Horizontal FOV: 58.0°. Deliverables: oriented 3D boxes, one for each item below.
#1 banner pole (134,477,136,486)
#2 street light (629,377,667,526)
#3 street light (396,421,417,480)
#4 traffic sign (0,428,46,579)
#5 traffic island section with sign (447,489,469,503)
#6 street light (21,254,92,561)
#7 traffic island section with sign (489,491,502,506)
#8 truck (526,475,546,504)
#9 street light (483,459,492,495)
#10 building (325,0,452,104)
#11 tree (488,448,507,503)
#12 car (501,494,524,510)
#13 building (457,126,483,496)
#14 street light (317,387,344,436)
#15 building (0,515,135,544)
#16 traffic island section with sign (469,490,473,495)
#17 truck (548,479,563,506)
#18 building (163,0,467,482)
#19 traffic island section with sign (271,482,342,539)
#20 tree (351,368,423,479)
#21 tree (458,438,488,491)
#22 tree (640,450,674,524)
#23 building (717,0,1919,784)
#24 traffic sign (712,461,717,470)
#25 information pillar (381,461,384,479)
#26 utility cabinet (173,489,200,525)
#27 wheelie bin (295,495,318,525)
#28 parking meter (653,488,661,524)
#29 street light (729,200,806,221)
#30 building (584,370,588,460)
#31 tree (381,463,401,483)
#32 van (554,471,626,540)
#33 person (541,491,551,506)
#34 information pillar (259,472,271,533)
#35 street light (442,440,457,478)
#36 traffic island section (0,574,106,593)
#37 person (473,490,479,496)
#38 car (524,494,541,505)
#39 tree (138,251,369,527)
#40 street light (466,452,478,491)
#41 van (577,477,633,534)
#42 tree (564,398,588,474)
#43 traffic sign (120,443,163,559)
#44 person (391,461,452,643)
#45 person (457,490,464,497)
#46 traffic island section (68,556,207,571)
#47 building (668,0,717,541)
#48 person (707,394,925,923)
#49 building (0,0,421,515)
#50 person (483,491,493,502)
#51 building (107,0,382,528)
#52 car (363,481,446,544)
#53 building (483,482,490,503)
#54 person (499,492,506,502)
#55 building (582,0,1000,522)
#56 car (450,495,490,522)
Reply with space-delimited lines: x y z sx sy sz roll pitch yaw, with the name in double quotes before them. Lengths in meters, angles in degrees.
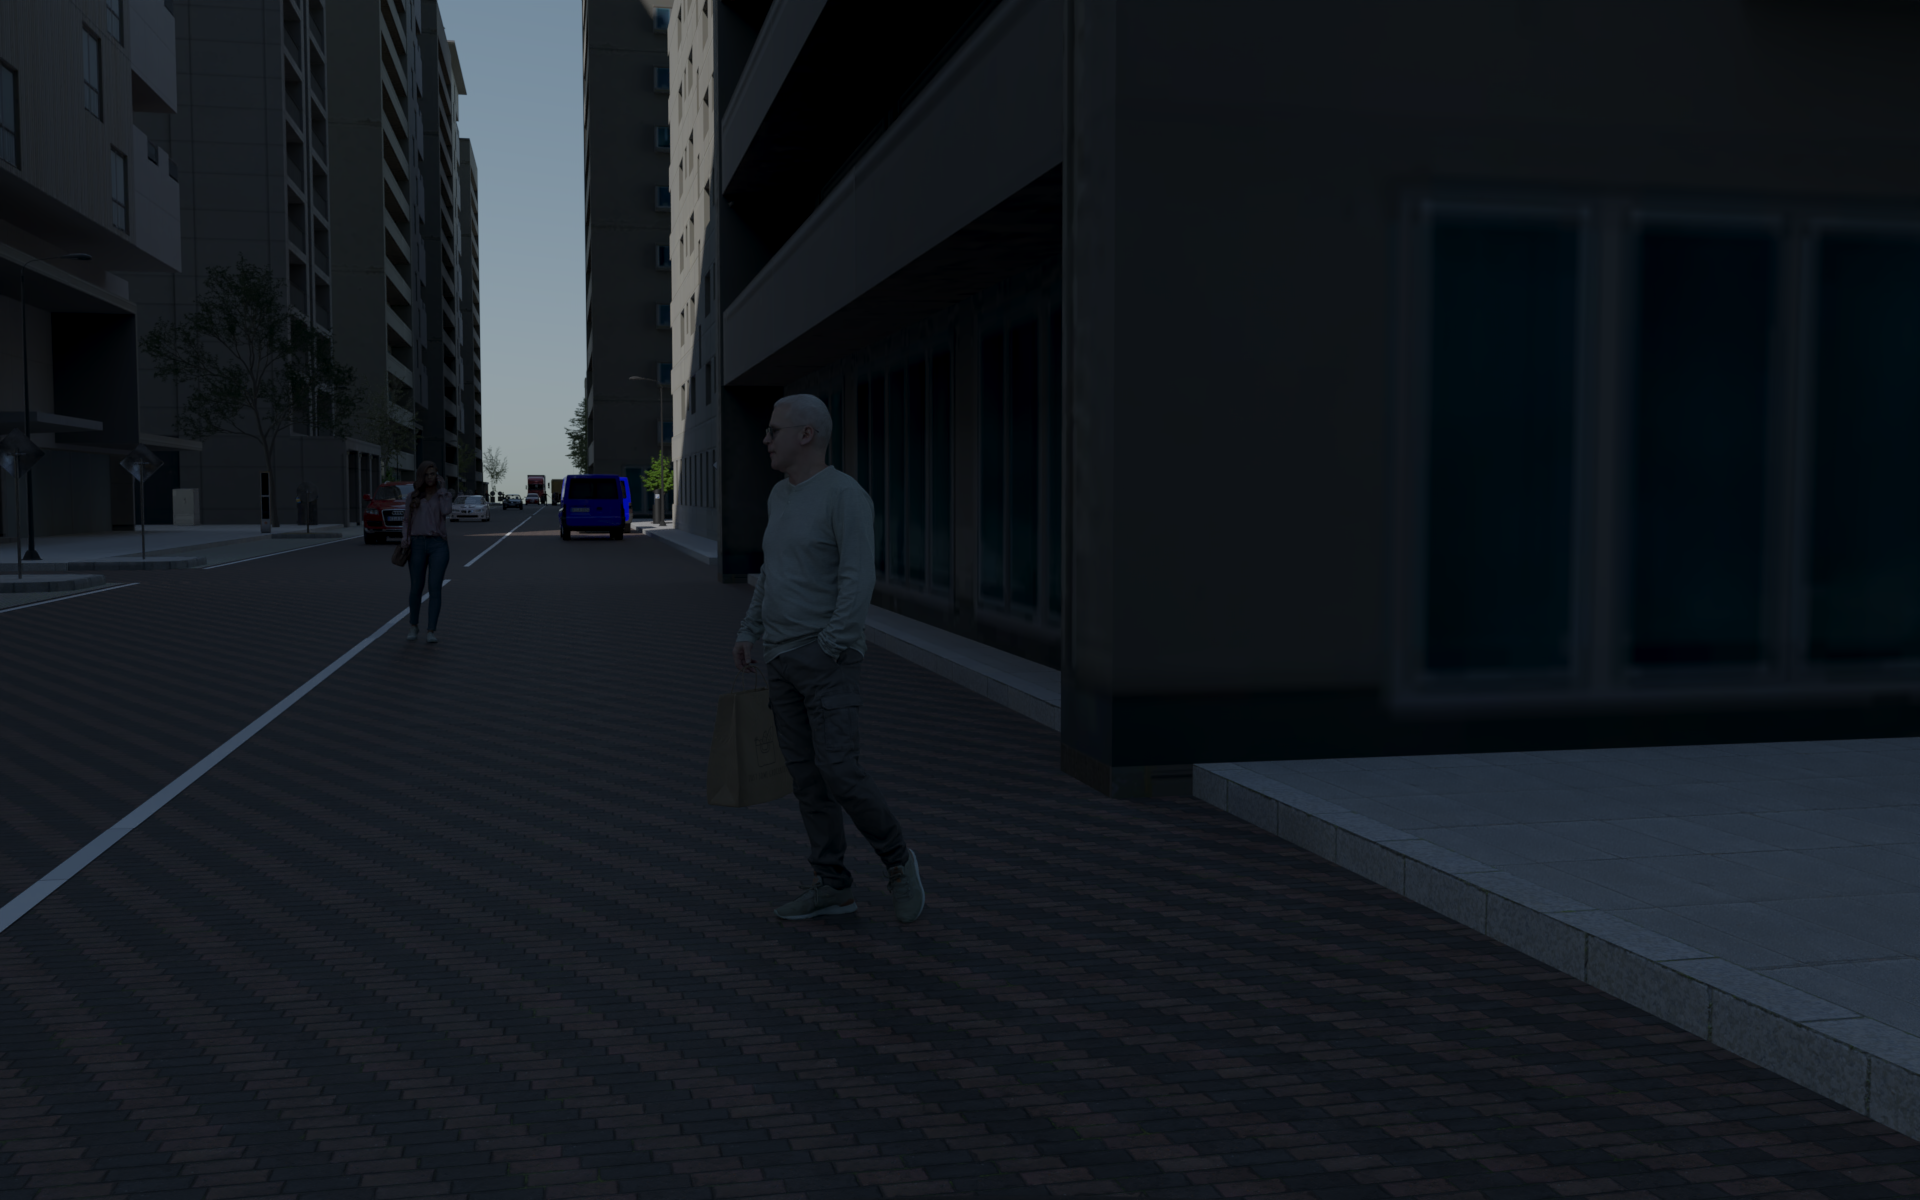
"banner pole" -32.838 -4.811 68.669 0.401 3.779 0.863 0 4 -2
"street light" -12.381 -5.887 68.795 1.470 5.913 1.316 -1 4 -13
"street light" -34.739 -8.327 108.691 1.470 5.913 1.316 -1 4 -13
"traffic sign" -14.226 -1.377 26.159 0.795 2.450 0.064 -1 4 -13
"traffic island section with sign" -38.440 -7.486 131.022 1.989 1.847 2.006 -1 4 -13
"street light" -17.458 -3.728 33.495 1.470 5.913 1.316 -1 4 -13
"traffic island section with sign" -57.022 -12.414 211.599 1.989 1.847 2.006 -1 4 -13
"truck" -62.060 -16.202 253.819 2.839 4.237 11.283 -1 4 -12
"street light" -62.770 -15.747 230.001 1.470 5.913 1.316 -1 4 -13
"building" -58.913 -32.915 161.854 21.300 48.544 21.600 -1 4 -13
"tree" -70.572 -19.083 262.368 4.737 8.622 4.395 0 3 0
"car" -40.586 -9.015 157.187 2.009 1.686 4.222 -1 4 -13
"building" -73.067 -36.605 222.200 21.300 48.544 21.600 -1 4 -13
"street light" -27.012 -6.235 74.478 1.470 5.913 1.316 -1 4 -13
"building" -36.586 -27.765 43.195 28.713 52.752 27.495 -1 4 -13
"traffic island section with sign" -44.608 -9.122 157.773 1.989 1.847 2.006 -1 4 -13
"truck" -50.303 -13.628 218.747 3.469 3.379 9.791 -1 4 -13
"building" -71.277 -37.193 197.341 28.713 52.752 27.495 -1 4 -13
"traffic island section with sign" -21.199 -2.915 56.292 1.989 1.847 2.006 -1 4 -13
"tree" -33.550 -9.204 100.847 4.360 8.622 3.978 0 3 0
"tree" -53.131 -14.146 181.643 4.737 8.622 4.395 0 3 0
"tree" -13.146 -4.955 75.608 1.663 3.219 1.824 0 3 0
"building" 8.737 -24.193 19.254 21.300 48.544 21.600 -1 4 -13
"traffic sign" -4.815 -2.009 36.494 0.795 2.450 0.064 -1 4 -13
"information pillar" -34.951 -6.914 104.400 0.504 3.616 0.183 1 4 18
"utility cabinet" -31.276 -3.750 69.984 1.173 1.500 0.318 2 4 26
"wheelie bin" -26.729 -3.858 70.982 0.693 1.594 0.980 1 4 18
"parking meter" -12.941 -4.013 74.024 0.372 1.533 0.369 0 3 0
"street light" -2.952 -3.370 27.637 1.470 5.913 1.316 -1 4 -13
"building" -40.777 -25.036 254.369 27.650 21.520 28.899 -1 4 -13
"tree" -35.004 -6.816 106.047 1.663 3.219 1.824 0 3 0
"van" -11.852 -3.129 55.538 2.240 2.365 5.245 -1 4 -14
"person" -49.787 -12.214 208.204 1.348 1.822 0.705 1 4 18
"information pillar" -22.855 -3.209 56.959 0.304 2.012 0.304 -2 4 -26
"street light" -44.085 -10.818 149.416 1.470 5.913 1.316 -1 4 -13
"traffic island section" -14.247 -0.241 26.216 2.009 0.180 2.903 -1 4 -13
"person" -44.742 -9.283 160.234 0.705 1.831 1.348 2 4 34
"car" -55.103 -13.102 223.259 2.155 1.783 4.494 -1 4 -12
"tree" -26.665 -8.090 66.688 7.601 10.594 8.767 2 4 33
"street light" -53.407 -13.256 189.280 1.470 5.913 1.316 -1 4 -13
"van" -13.288 -3.670 64.382 2.240 2.365 5.245 -1 4 -14
"tree" -40.177 -16.705 191.255 7.486 12.596 7.792 0 3 0
"traffic sign" -16.021 -1.853 33.940 0.795 2.450 0.064 -1 4 -13
"person" -5.225 -0.477 16.881 0.593 1.750 0.643 -1 4 -10
"person" -36.312 -7.145 125.996 0.551 1.740 0.621 -2 4 -24
"traffic island section" -16.042 -0.717 33.997 2.009 0.180 2.903 -1 4 -13
"building" 6.339 -12.812 54.509 28.899 21.520 27.650 -1 4 -13
"person" -0.514 0.187 5.937 0.515 1.767 0.782 -3 5 -40
"building" -57.166 -33.501 136.978 28.713 52.752 27.495 -1 4 -13
"person" -49.118 -10.475 179.897 1.348 1.807 0.705 -3 5 -41
"building" -38.282 -39.199 79.155 20.563 71.187 20.611 -1 4 -13
"car" -16.399 -2.606 51.279 2.281 1.827 5.304 -1 4 -13
"building" -83.402 -33.739 243.516 32.217 40.220 23.993 -1 4 -13
"person" -62.034 -13.826 235.371 1.217 1.723 0.721 0 4 5
"building" -10.824 -29.161 100.489 21.300 48.544 21.600 -1 4 -13
"car" -25.578 -4.774 90.419 2.083 1.381 4.827 -1 4 -12
